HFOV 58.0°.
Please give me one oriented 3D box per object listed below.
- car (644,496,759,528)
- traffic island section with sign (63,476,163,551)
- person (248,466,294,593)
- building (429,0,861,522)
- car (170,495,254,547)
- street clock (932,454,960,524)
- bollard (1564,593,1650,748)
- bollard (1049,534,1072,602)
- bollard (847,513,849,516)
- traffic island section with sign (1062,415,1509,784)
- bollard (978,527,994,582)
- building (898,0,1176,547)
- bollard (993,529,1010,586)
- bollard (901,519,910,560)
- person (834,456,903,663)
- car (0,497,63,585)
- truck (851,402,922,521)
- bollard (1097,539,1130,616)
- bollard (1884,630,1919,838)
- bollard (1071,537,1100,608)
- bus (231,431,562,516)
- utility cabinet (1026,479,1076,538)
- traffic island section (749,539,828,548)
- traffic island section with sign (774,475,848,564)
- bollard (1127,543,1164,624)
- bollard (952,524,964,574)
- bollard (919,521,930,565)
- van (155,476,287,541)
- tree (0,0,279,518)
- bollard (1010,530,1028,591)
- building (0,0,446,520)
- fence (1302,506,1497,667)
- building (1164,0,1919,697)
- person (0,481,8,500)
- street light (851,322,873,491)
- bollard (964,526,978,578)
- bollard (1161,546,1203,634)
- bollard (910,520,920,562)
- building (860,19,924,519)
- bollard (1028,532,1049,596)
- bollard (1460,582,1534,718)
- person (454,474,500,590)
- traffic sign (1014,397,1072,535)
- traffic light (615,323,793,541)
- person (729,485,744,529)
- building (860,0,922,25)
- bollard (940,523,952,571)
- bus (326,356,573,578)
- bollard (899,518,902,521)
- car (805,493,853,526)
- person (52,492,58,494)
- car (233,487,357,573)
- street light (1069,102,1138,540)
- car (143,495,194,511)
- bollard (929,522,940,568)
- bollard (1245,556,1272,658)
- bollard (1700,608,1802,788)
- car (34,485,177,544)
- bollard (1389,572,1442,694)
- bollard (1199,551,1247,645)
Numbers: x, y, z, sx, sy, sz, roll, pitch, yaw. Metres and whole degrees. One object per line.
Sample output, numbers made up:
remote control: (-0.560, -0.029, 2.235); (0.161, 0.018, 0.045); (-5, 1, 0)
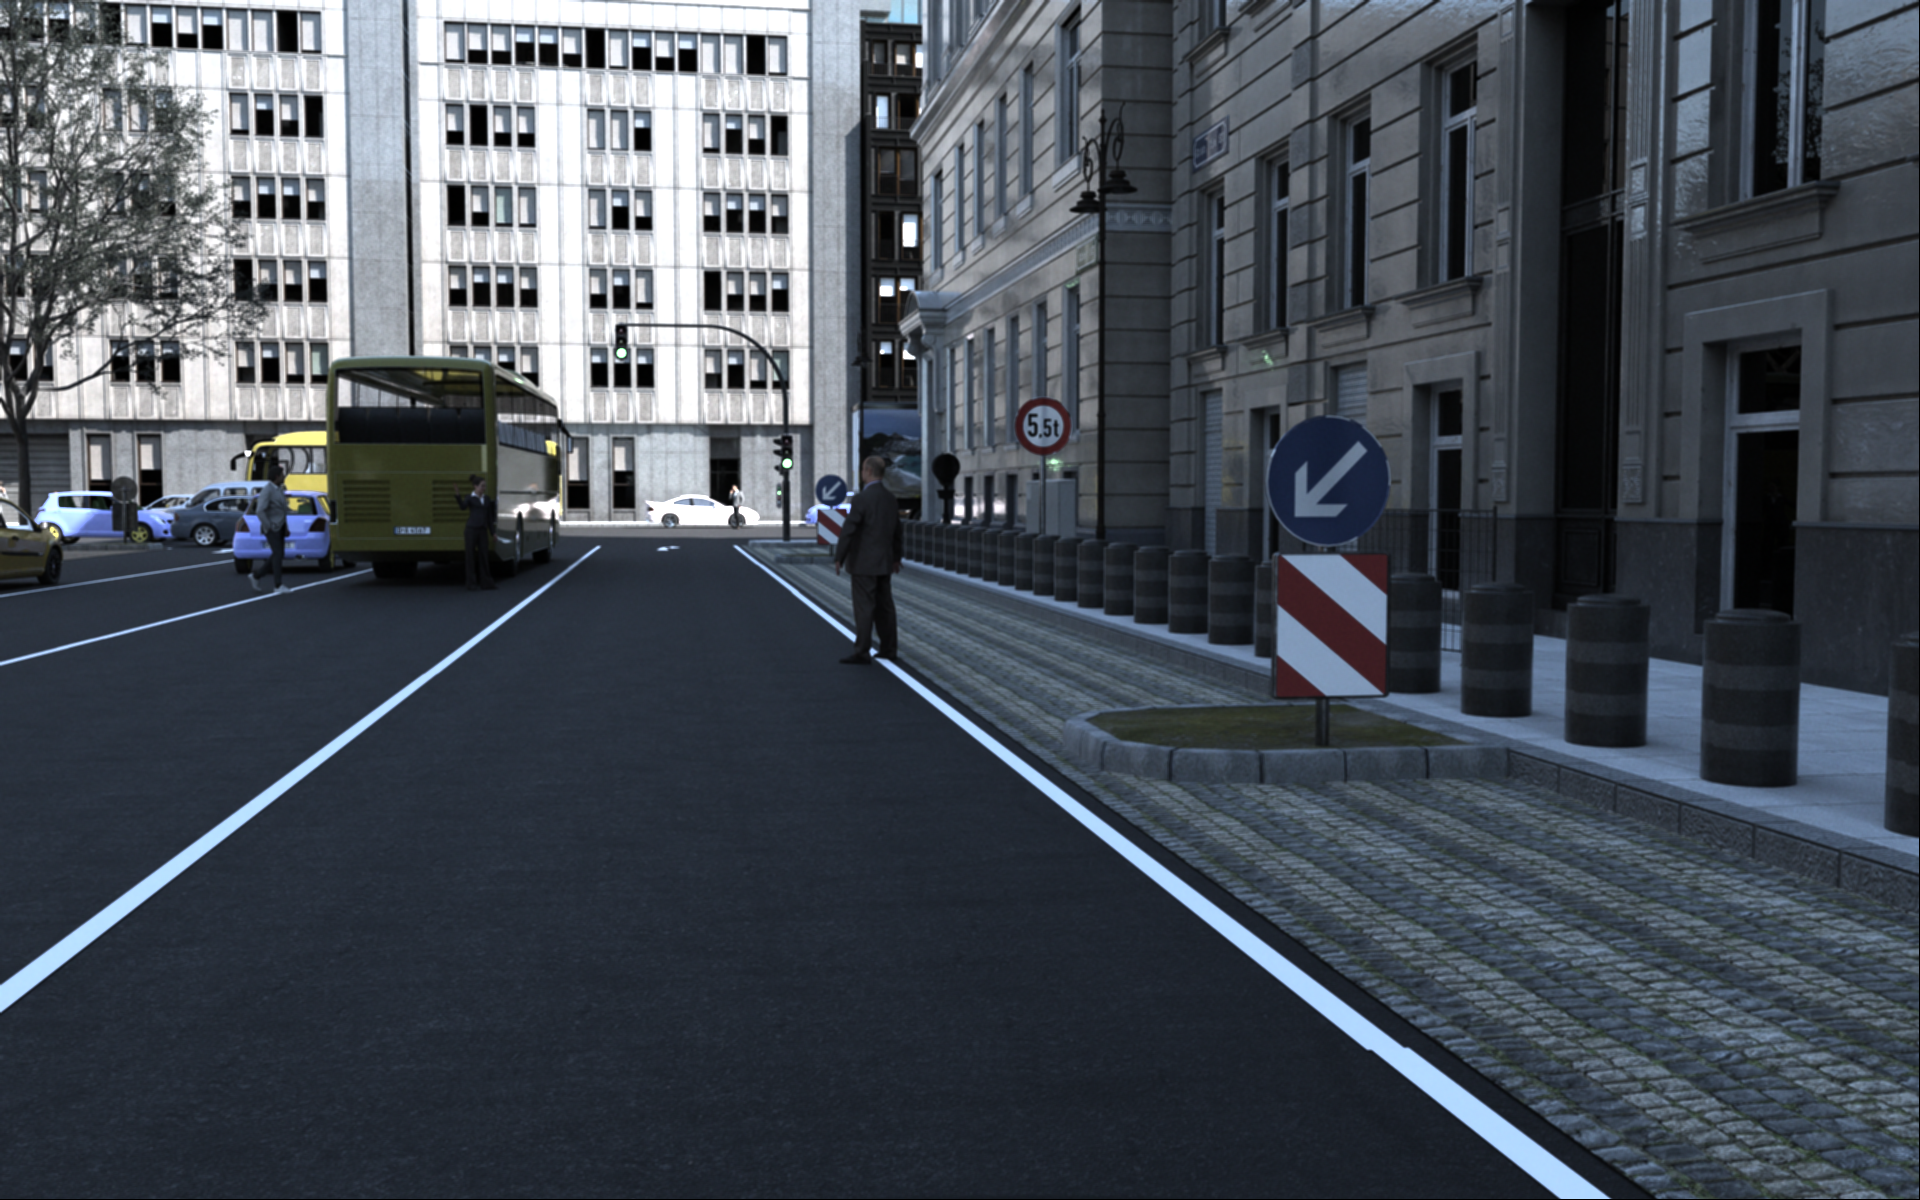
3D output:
car: (-11.021, -3.765, 73.925); (4.827, 1.381, 2.083); (-1, 4, -9)
traffic island section with sign: (-21.635, -2.222, 44.463); (2.006, 1.907, 1.989); (-1, 4, -10)
person: (-10.017, -1.025, 25.109); (0.795, 1.843, 0.661); (0, 4, 6)
building: (-15.353, -16.264, 83.936); (19.932, 24.808, 12.078); (-1, 4, -10)
car: (-19.379, -2.199, 47.953); (4.499, 1.417, 2.014); (-1, 4, -11)
street clock: (-0.252, -1.620, 31.063); (0.471, 2.002, 0.358); (-1, 4, -13)
bollard: (3.334, 0.354, 8.927); (0.404, 0.777, 0.398); (0, 3, 0)
bollard: (1.334, -0.373, 20.813); (0.404, 0.777, 0.398); (0, 3, 0)
bollard: (-3.278, -2.046, 48.174); (0.404, 0.777, 0.398); (0, 3, 0)
traffic island section with sign: (1.629, -0.052, 9.482); (1.989, 1.847, 2.006); (-1, 4, -10)
bollard: (0.532, -0.663, 25.552); (0.404, 0.777, 0.398); (0, 3, 0)
building: (6.667, -15.370, 37.203); (13.634, 28.700, 20.117); (-1, 4, -10)
bollard: (0.735, -0.590, 24.368); (0.404, 0.777, 0.398); (0, 3, 0)
bollard: (-0.877, -1.173, 33.898); (0.404, 0.777, 0.398); (0, 3, 0)
person: (-0.798, -0.352, 14.806); (0.434, 1.755, 0.990); (2, 4, 34)
car: (-14.994, -0.972, 26.118); (2.015, 1.641, 3.980); (0, 4, -8)
truck: (2.294, -4.022, 54.680); (11.283, 4.237, 2.839); (-1, 4, -9)
bollard: (1.733, -0.228, 18.439); (0.404, 0.777, 0.398); (0, 3, 0)
bollard: (3.736, 0.499, 6.558); (0.404, 0.777, 0.398); (0, 3, 0)
bollard: (1.533, -0.300, 19.624); (0.404, 0.777, 0.398); (0, 3, 0)
bus: (-22.218, -4.735, 68.959); (12.252, 3.916, 2.896); (0, 4, -8)
utility cabinet: (1.332, -1.042, 25.718); (0.318, 1.500, 1.173); (-1, 4, -21)
traffic island section: (-4.698, -1.516, 47.063); (2.009, 0.180, 2.903); (-1, 4, -10)
traffic island section with sign: (-2.849, -1.678, 36.064); (1.989, 1.847, 2.006); (-1, 4, -10)
bollard: (1.933, -0.155, 17.244); (0.404, 0.777, 0.398); (0, 3, 0)
bollard: (0.133, -0.808, 27.933); (0.404, 0.777, 0.398); (0, 3, 0)
bollard: (-0.472, -1.028, 31.519); (0.404, 0.777, 0.398); (0, 3, 0)
van: (-22.871, -2.842, 53.484); (4.112, 2.044, 2.013); (-1, 4, -10)
tree: (-20.569, -7.639, 37.718); (12.009, 13.543, 11.850); (0, 3, 0)
bollard: (0.933, -0.518, 23.182); (0.404, 0.777, 0.398); (0, 3, 0)
building: (-35.064, -16.020, 79.954); (19.932, 24.808, 12.078); (-1, 4, -10)
fence: (3.443, -0.158, 13.790); (0.480, 1.192, 2.264); (-2, 4, -30)
building: (10.744, -13.320, 15.045); (12.463, 27.353, 25.104); (-1, 4, -10)
person: (-26.685, -2.400, 47.922); (0.592, 1.802, 0.473); (1, 4, 23)
street light: (-2.647, -4.526, 46.796); (0.468, 5.910, 1.993); (-1, 4, -10)
bollard: (0.330, -0.736, 26.748); (0.404, 0.777, 0.398); (0, 3, 0)
bollard: (2.135, -0.082, 16.057); (0.404, 0.777, 0.398); (0, 3, 0)
bollard: (-0.672, -1.101, 32.714); (0.404, 0.777, 0.398); (0, 3, 0)
building: (2.516, -15.711, 86.549); (15.834, 23.373, 12.332); (-1, 4, -10)
bollard: (1.129, -0.445, 21.997); (0.404, 0.777, 0.398); (0, 3, 0)
bollard: (3.136, 0.282, 10.113); (0.404, 0.777, 0.398); (0, 3, 0)
person: (-7.198, -1.006, 25.745); (0.445, 1.727, 0.742); (1, 4, 10)
traffic sign: (1.084, -1.387, 22.788); (0.768, 2.556, 0.104); (-1, 4, -9)
traffic light: (-6.787, -4.391, 46.456); (4.771, 5.953, 1.251); (-1, 4, -10)
person: (-9.203, -3.829, 71.292); (0.473, 1.802, 0.592); (-3, 4, -38)
building: (-8.656, -33.155, 161.698); (23.786, 49.044, 30.456); (-1, 4, -10)
bollard: (-0.068, -0.881, 29.119); (0.404, 0.777, 0.398); (0, 3, 0)
bus: (-9.253, -2.510, 32.583); (2.896, 3.916, 12.252); (0, 4, -8)
bollard: (-1.076, -1.246, 35.088); (0.404, 0.777, 0.398); (0, 3, 0)
car: (-4.726, -3.908, 73.479); (3.694, 1.707, 1.945); (-1, 4, -10)
person: (-28.883, -2.699, 55.174); (0.613, 1.512, 0.480); (-1, 4, -8)
car: (-12.517, -1.419, 32.786); (1.945, 1.707, 3.694); (-1, 4, -10)
street light: (1.713, -2.946, 20.957); (0.468, 5.910, 1.993); (-1, 4, -10)
car: (-28.933, -3.166, 63.774); (4.499, 1.417, 2.014); (0, 4, -8)
bollard: (-0.270, -0.955, 30.330); (0.404, 0.777, 0.398); (0, 3, 0)
bollard: (2.531, 0.063, 13.684); (0.404, 0.777, 0.398); (0, 3, 0)
bollard: (3.534, 0.427, 7.742); (0.404, 0.777, 0.398); (0, 3, 0)
car: (-24.399, -2.444, 49.556); (3.694, 1.707, 1.945); (-1, 4, -9)
bollard: (2.934, 0.209, 11.297); (0.404, 0.777, 0.398); (0, 3, 0)
bollard: (2.333, -0.009, 14.872); (0.404, 0.777, 0.398); (0, 3, 0)
